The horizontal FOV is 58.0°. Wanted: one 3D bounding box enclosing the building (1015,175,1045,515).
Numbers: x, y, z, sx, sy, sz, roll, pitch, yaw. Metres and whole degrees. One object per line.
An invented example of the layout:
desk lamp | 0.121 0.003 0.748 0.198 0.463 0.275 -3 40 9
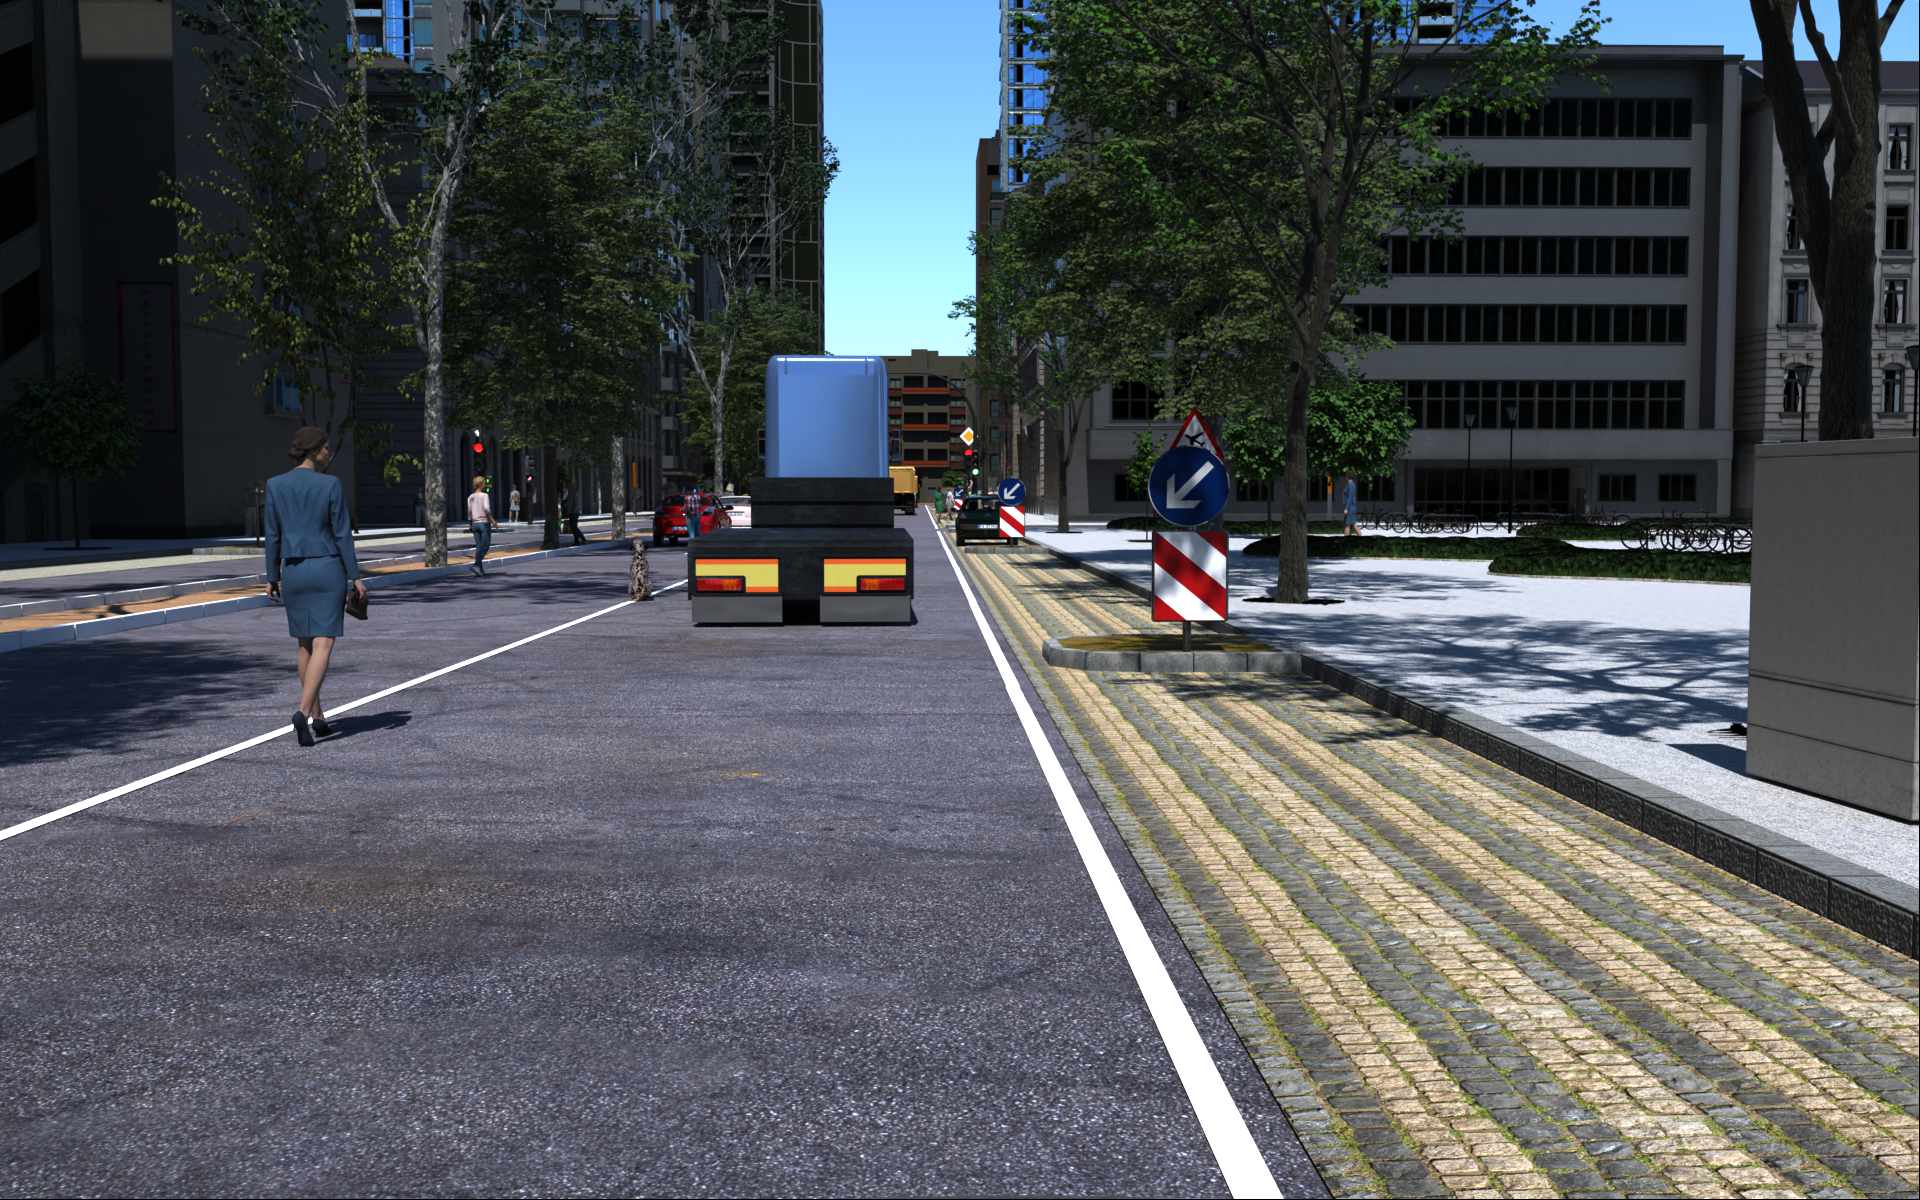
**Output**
building | 9.355 -17.377 112.997 11.050 23.489 19.941 0 4 -1

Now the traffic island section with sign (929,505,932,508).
traffic island section with sign | -2.595 -11.850 202.373 1.989 1.847 2.006 0 4 -1

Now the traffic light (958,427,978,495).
traffic light | 0.352 -5.114 72.535 0.839 4.253 0.868 0 4 -1

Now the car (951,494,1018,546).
car | 0.738 -2.372 48.575 2.009 1.686 4.222 0 3 0

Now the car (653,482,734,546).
car | -7.537 -2.445 49.009 2.155 1.783 4.494 0 4 -1

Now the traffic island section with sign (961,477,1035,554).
traffic island section with sign | 1.109 -2.042 42.015 1.989 1.847 2.006 0 4 -1

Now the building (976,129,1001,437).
building | 9.068 -34.451 213.391 14.600 45.320 14.200 0 4 -1

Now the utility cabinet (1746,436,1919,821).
utility cabinet | 3.773 0.088 7.238 0.318 1.500 1.173 0 4 -6

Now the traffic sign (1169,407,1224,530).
traffic sign | 3.487 -1.579 25.819 0.884 2.594 0.081 0 4 1

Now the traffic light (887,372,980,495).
traffic light | -1.554 -5.486 64.363 4.771 5.953 1.251 0 4 -1

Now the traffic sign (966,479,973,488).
traffic sign | 0.761 -8.633 141.251 0.768 2.556 0.104 0 4 8

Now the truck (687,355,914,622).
truck | -2.248 -2.329 27.841 2.967 4.110 18.799 0 4 -3

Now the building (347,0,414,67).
building | -76.578 -56.755 240.610 31.000 86.520 22.319 0 4 -1

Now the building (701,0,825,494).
building | -29.754 -49.155 241.941 20.611 71.187 20.563 0 4 -1

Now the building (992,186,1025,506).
building | 9.183 -20.679 135.362 12.463 27.353 25.104 0 4 -1

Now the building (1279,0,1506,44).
building | 52.510 -54.883 210.003 31.000 86.520 22.319 0 4 -1

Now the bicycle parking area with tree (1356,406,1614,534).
bicycle parking area with tree | 17.843 -4.402 58.969 9.016 4.147 8.231 1 4 15

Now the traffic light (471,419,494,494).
traffic light | -17.720 -4.599 64.117 0.839 4.253 0.868 0 4 -1

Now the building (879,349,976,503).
building | -4.924 -24.603 247.301 28.899 21.520 27.650 0 4 -1

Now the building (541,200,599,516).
building | -29.046 -15.393 106.422 10.420 20.320 16.860 0 4 -1

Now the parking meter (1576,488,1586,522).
parking meter | 25.888 -3.904 72.238 0.372 1.533 0.369 0 3 0

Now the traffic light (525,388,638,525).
traffic light | -15.815 -5.964 72.183 4.771 5.953 1.251 0 4 -1

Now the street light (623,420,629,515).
street light | -20.646 -8.171 106.388 0.468 5.910 1.993 0 4 -1

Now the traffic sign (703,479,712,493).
traffic sign | -21.373 -8.962 146.627 0.768 2.556 0.104 0 4 0

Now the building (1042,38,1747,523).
building | 19.377 -16.069 81.803 30.058 24.678 14.314 0 4 -1

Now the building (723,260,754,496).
building | -32.692 -27.068 214.254 14.107 30.474 14.160 0 4 -1

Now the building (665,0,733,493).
building | -40.065 -36.788 190.718 28.713 52.752 27.495 0 4 -1

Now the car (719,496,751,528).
car | -7.245 -2.736 57.095 2.083 1.381 4.827 0 4 -3

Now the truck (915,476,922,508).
truck | -5.746 -11.450 183.125 3.469 3.379 9.791 0 4 -1

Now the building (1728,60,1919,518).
building | 43.601 -14.088 79.490 18.267 20.994 9.793 0 4 -1

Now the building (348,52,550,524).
building | -29.030 -14.897 85.358 13.314 21.916 24.055 0 4 -1

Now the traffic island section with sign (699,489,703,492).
traffic island section with sign | -18.815 -7.092 124.575 1.989 1.847 2.006 0 4 -1

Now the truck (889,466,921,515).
truck | -4.398 -7.578 119.822 3.469 3.379 9.791 0 4 -2

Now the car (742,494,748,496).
car | -16.829 -7.871 138.912 2.015 1.641 3.980 0 4 0

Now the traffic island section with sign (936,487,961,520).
traffic island section with sign | -0.177 -5.426 97.335 1.989 1.847 2.006 0 4 -1

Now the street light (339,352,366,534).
street light | -19.583 -5.090 56.009 0.468 5.910 1.993 0 4 -1

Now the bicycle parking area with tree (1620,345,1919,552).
bicycle parking area with tree | 18.766 -2.998 36.024 9.016 4.147 8.231 1 4 17

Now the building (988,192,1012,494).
building | 9.667 -24.238 167.995 14.160 30.474 14.107 0 4 -1

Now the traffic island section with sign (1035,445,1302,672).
traffic island section with sign | 1.726 -0.375 14.763 1.989 1.847 2.006 0 4 -1

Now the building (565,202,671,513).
building | -29.480 -17.443 126.990 13.314 21.916 24.055 0 4 -1

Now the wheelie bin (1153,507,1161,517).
wheelie bin | 8.378 -3.933 72.206 0.693 1.594 0.980 0 4 -6

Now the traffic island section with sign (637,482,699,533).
traffic island section with sign | -10.920 -3.456 64.642 2.006 1.907 1.989 0 4 -1

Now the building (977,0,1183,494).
building | 13.196 -53.602 189.062 22.319 86.520 31.000 0 4 -1

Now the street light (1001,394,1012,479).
street light | 2.130 -6.547 79.833 0.468 5.910 1.993 0 4 -1

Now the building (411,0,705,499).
building | -36.953 -33.136 161.376 23.786 49.044 30.456 0 4 -1

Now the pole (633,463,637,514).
pole | -21.023 -7.220 111.889 0.158 3.312 0.155 0 3 0

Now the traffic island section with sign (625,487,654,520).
traffic island section with sign | -18.198 -5.411 97.098 1.989 1.847 2.006 0 4 -1

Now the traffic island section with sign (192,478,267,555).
traffic island section with sign | -16.905 -1.996 41.262 1.989 1.847 2.006 0 4 -1

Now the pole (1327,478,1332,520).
pole | 14.002 -4.386 65.561 0.158 3.312 0.155 0 3 0

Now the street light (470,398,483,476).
street light | -19.983 -6.088 72.324 0.468 5.910 1.993 0 4 -1

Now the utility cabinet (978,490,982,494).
utility cabinet | 1.162 -5.995 106.695 0.318 1.500 1.173 0 4 3

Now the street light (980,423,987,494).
street light | 1.517 -8.591 113.255 0.468 5.910 1.993 0 4 -1

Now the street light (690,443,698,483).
street light | -21.487 -10.215 139.804 0.468 5.910 1.993 0 4 -1

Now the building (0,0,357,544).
building | -32.486 -26.170 51.583 21.600 48.544 21.300 0 4 -1

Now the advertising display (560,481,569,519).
advertising display | -20.084 -5.063 87.994 0.123 1.923 0.974 0 4 5

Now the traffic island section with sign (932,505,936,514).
traffic island section with sign | -0.791 -7.074 124.283 1.989 1.847 2.006 0 4 -1
